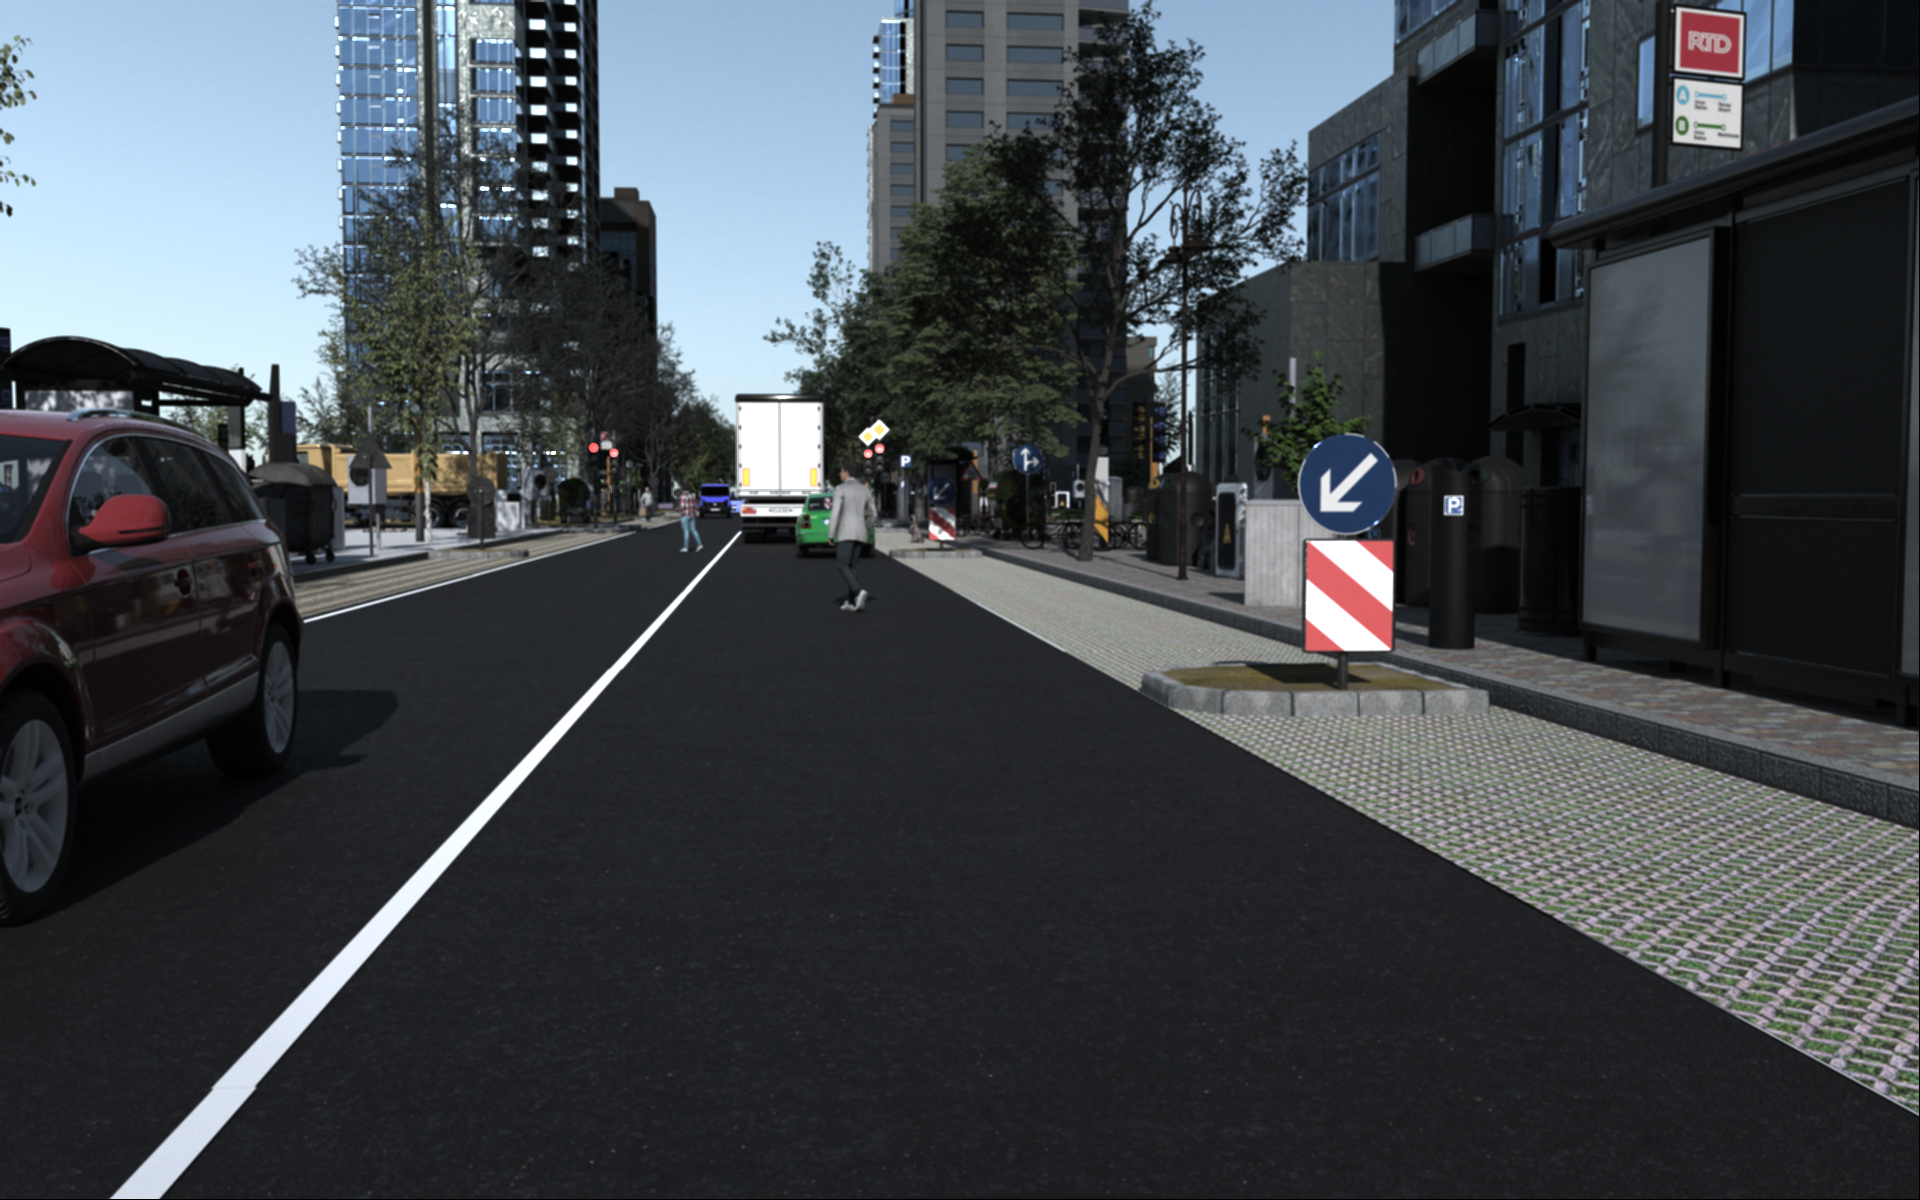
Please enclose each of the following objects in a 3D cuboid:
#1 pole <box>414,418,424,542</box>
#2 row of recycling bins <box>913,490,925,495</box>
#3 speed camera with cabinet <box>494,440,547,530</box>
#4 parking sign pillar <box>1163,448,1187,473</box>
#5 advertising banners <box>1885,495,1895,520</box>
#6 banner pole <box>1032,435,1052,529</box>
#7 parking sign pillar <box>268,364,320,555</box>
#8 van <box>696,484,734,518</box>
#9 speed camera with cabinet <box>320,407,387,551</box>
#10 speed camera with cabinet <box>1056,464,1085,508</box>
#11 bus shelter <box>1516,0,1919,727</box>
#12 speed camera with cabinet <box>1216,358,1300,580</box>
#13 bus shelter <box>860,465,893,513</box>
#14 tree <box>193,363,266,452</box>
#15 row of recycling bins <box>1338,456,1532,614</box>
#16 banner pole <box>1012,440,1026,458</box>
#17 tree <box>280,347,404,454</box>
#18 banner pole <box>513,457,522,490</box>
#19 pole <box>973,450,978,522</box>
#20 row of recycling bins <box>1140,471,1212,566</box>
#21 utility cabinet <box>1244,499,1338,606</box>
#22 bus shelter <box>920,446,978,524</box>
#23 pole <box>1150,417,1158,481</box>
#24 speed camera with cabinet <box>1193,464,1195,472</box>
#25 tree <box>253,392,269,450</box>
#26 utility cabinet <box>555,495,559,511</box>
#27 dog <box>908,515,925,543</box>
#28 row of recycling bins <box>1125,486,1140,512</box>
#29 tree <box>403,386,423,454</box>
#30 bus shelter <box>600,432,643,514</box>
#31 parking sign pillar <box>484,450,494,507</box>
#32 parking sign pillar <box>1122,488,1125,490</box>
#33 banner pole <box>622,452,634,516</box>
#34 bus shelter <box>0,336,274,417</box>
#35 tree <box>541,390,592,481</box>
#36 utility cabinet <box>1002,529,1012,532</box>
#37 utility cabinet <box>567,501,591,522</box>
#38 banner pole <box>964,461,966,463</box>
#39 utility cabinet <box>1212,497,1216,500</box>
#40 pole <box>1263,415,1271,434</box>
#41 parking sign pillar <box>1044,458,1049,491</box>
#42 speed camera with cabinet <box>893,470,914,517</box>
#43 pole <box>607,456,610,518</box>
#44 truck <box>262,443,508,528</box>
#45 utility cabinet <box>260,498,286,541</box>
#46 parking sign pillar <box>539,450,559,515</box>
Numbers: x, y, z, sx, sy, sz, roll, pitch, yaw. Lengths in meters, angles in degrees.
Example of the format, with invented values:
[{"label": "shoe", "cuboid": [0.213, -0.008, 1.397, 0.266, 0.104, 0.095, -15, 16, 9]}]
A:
[{"label": "pole", "cuboid": [-14.568, -3.228, 46.627, 0.158, 3.312, 0.155, 0, 3, 0]}, {"label": "row of recycling bins", "cuboid": [-2.356, -8.618, 148.010, 3.534, 1.692, 1.069, 0, 4, -1]}, {"label": "speed camera with cabinet", "cuboid": [-15.908, -4.182, 62.719, 0.660, 3.252, 2.038, 2, 4, 34]}, {"label": "parking sign pillar", "cuboid": [12.759, -6.831, 100.163, 1.447, 3.967, 1.447, 1, 4, 20]}, {"label": "advertising banners", "cuboid": [8.200, -1.106, 14.266, 0.090, 3.025, 2.074, 0, 4, -3]}, {"label": "banner pole", "cuboid": [2.962, -4.459, 62.919, 0.863, 3.779, 0.401, -2, 4, -27]}, {"label": "parking sign pillar", "cuboid": [-14.368, -2.950, 36.697, 1.447, 3.967, 1.447, -2, 4, -26]}, {"label": "van", "cuboid": [-14.665, -6.077, 103.745, 2.240, 2.365, 5.245, 0, 4, -8]}, {"label": "speed camera with cabinet", "cuboid": [-14.055, -2.744, 39.206, 2.038, 3.252, 0.660, 1, 4, 11]}, {"label": "speed camera with cabinet", "cuboid": [7.157, -7.307, 113.809, 2.038, 3.252, 0.660, -1, 4, -15]}, {"label": "bus shelter", "cuboid": [5.741, -2.092, 11.830, 2.179, 5.291, 8.768, 0, 4, -6]}, {"label": "speed camera with cabinet", "cuboid": [4.478, -1.929, 25.871, 0.660, 3.252, 2.038, -1, 4, -15]}, {"label": "bus shelter", "cuboid": [-5.772, -7.691, 119.678, 2.014, 3.302, 5.546, 0, 4, -6]}, {"label": "tree", "cuboid": [-41.486, -9.025, 97.928, 4.737, 8.622, 4.395, 0, 3, 0]}, {"label": "row of recycling bins", "cuboid": [5.352, -0.800, 20.196, 1.069, 1.692, 3.534, -1, 4, -21]}, {"label": "banner pole", "cuboid": [2.796, -5.535, 80.518, 0.863, 3.779, 0.401, 0, 4, 5]}, {"label": "tree", "cuboid": [-30.794, -8.271, 85.588, 4.360, 8.622, 3.978, 0, 3, 0]}, {"label": "banner pole", "cuboid": [-29.825, -7.742, 116.605, 0.401, 3.779, 0.863, 3, 4, 37]}, {"label": "pole", "cuboid": [0.710, -5.255, 79.755, 0.158, 3.312, 0.155, 0, 3, 0]}, {"label": "row of recycling bins", "cuboid": [4.117, -1.545, 32.378, 1.069, 1.692, 3.534, 0, 4, 0]}, {"label": "utility cabinet", "cuboid": [3.800, -0.535, 19.907, 1.020, 1.237, 0.306, 1, 4, 23]}, {"label": "bus shelter", "cuboid": [-0.515, -5.003, 75.715, 2.014, 3.302, 5.546, 0, 4, -6]}, {"label": "pole", "cuboid": [5.139, -3.187, 45.950, 0.158, 3.312, 0.155, 0, 3, 0]}, {"label": "speed camera with cabinet", "cuboid": [16.052, -7.362, 114.701, 0.660, 3.252, 2.038, -2, 4, -30]}, {"label": "tree", "cuboid": [-48.902, -10.649, 124.473, 4.360, 8.622, 3.978, 0, 3, 0]}, {"label": "utility cabinet", "cuboid": [-31.182, -7.486, 133.553, 1.020, 1.237, 0.306, 2, 4, 25]}, {"label": "dog", "cuboid": [-1.286, -2.056, 50.444, 0.513, 0.831, 0.800, 0, 4, 3]}, {"label": "row of recycling bins", "cuboid": [8.948, -5.001, 88.878, 1.069, 1.692, 3.534, 0, 4, 6]}, {"label": "tree", "cuboid": [-30.912, -8.773, 93.806, 4.360, 8.622, 3.978, 0, 3, 0]}, {"label": "bus shelter", "cuboid": [-22.366, -8.369, 114.467, 2.179, 5.291, 8.768, 0, 4, -6]}, {"label": "parking sign pillar", "cuboid": [-29.125, -7.292, 107.701, 1.447, 3.967, 1.447, 0, 4, 7]}, {"label": "parking sign pillar", "cuboid": [13.567, -9.129, 137.728, 1.447, 3.967, 1.447, -1, 4, -9]}, {"label": "banner pole", "cuboid": [-21.090, -7.319, 109.685, 0.863, 3.779, 0.401, -2, 4, -26]}, {"label": "bus shelter", "cuboid": [-11.708, -1.900, 24.985, 2.014, 3.302, 5.546, 0, 4, -6]}, {"label": "tree", "cuboid": [-26.493, -10.123, 115.878, 4.737, 8.622, 4.395, 0, 3, 0]}, {"label": "utility cabinet", "cuboid": [1.671, -2.943, 59.282, 0.306, 1.237, 1.020, 1, 4, 14]}, {"label": "utility cabinet", "cuboid": [-17.242, -4.252, 78.192, 1.173, 1.500, 0.318, 1, 4, 18]}, {"label": "banner pole", "cuboid": [-0.247, -6.404, 94.728, 0.401, 3.779, 0.863, 3, 5, 41]}, {"label": "utility cabinet", "cuboid": [5.729, -1.690, 38.788, 1.020, 1.237, 0.306, 1, 4, 8]}, {"label": "pole", "cuboid": [7.946, -3.126, 44.959, 0.158, 3.312, 0.155, 0, 3, 0]}, {"label": "parking sign pillar", "cuboid": [6.263, -8.658, 130.026, 1.447, 3.967, 1.447, -1, 4, -18]}, {"label": "speed camera with cabinet", "cuboid": [-3.284, -6.324, 97.740, 0.660, 3.252, 2.038, -1, 4, -14]}, {"label": "pole", "cuboid": [-19.041, -6.115, 93.822, 0.158, 3.312, 0.155, 0, 3, 0]}, {"label": "truck", "cuboid": [-22.770, -4.372, 67.399, 9.791, 3.379, 3.469, 0, 4, -4]}, {"label": "utility cabinet", "cuboid": [-11.591, -1.107, 29.255, 0.306, 1.237, 1.020, -2, 4, -28]}, {"label": "parking sign pillar", "cuboid": [-25.274, -7.188, 106.001, 1.447, 3.967, 1.447, 1, 4, 8]}]
